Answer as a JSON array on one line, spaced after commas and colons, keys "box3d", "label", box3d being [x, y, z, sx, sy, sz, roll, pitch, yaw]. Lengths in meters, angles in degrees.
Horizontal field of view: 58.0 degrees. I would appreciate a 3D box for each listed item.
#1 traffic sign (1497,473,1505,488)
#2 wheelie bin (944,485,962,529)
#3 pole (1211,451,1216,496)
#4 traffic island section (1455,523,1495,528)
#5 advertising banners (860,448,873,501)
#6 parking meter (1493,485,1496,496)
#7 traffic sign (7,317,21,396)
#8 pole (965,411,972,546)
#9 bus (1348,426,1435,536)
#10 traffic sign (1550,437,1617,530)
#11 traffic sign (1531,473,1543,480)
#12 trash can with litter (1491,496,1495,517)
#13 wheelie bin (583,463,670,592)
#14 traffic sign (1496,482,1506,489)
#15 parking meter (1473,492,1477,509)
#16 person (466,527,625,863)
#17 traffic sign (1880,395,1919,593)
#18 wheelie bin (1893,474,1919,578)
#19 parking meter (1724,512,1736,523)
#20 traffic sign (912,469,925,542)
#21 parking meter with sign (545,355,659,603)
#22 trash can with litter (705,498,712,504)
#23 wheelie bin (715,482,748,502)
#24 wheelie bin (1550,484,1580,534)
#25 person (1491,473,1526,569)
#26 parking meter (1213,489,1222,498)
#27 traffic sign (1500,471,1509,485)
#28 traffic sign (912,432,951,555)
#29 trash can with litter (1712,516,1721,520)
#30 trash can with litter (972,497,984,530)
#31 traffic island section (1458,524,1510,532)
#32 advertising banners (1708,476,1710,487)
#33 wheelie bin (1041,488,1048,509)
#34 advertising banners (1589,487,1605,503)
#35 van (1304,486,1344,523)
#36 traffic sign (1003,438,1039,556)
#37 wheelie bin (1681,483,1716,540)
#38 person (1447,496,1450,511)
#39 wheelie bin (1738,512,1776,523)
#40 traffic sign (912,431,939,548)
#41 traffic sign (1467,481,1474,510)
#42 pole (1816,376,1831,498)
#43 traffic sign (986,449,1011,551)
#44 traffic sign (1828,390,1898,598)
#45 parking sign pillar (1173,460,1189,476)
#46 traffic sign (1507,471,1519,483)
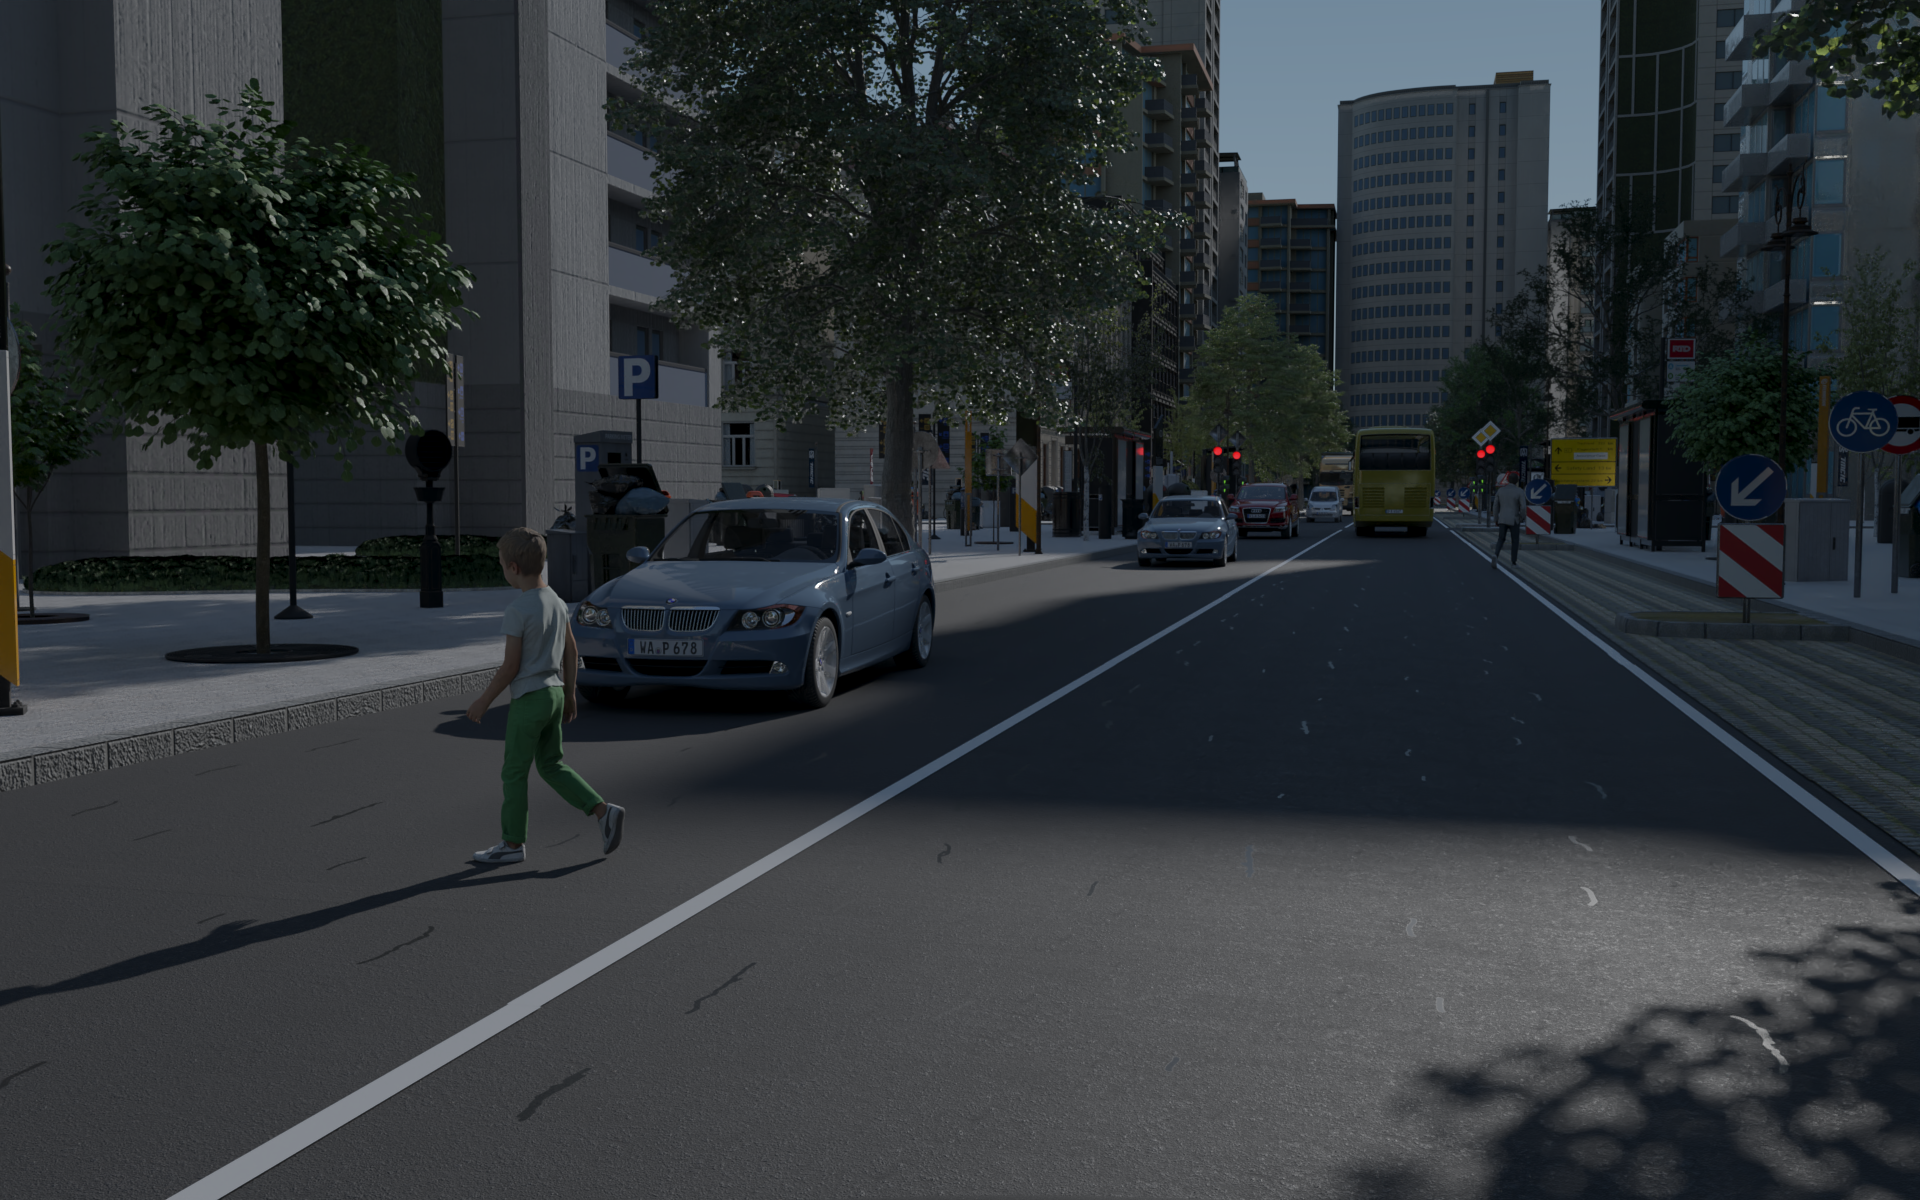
[{"box3d": [33.367, -6.505, 106.463, 0.768, 2.556, 0.104, 1, 4, 23], "label": "traffic sign"}, {"box3d": [-0.144, -3.373, 63.061, 0.693, 1.594, 0.980, -3, 5, -40], "label": "wheelie bin"}, {"box3d": [12.096, -5.426, 82.550, 0.158, 3.312, 0.155, 0, 3, 0], "label": "pole"}, {"box3d": [22.227, -3.165, 74.021, 2.009, 0.180, 2.903, 1, 4, 14], "label": "traffic island section"}, {"box3d": [-3.485, -4.212, 65.059, 0.090, 3.025, 2.074, 1, 4, 11], "label": "advertising banners"}, {"box3d": [34.120, -6.433, 110.893, 0.255, 1.863, 0.399, 2, 4, 28], "label": "parking meter"}, {"box3d": [-6.433, -0.684, 11.286, 0.768, 2.556, 0.104, 1, 4, 17], "label": "traffic sign"}, {"box3d": [0.201, -2.967, 42.360, 0.158, 3.312, 0.155, 0, 3, 0], "label": "pole"}, {"box3d": [15.322, -4.293, 61.739, 2.896, 3.916, 12.252, 1, 4, 12], "label": "bus"}, {"box3d": [22.509, -4.202, 62.583, 2.265, 3.308, 0.079, 1, 4, 21], "label": "traffic sign"}, {"box3d": [27.501, -4.921, 82.584, 0.606, 2.300, 0.079, 1, 4, 21], "label": "traffic sign"}, {"box3d": [30.548, -5.365, 99.102, 0.624, 1.170, 1.055, 1, 4, 20], "label": "trash can with litter"}, {"box3d": [-3.426, -0.609, 17.871, 0.980, 1.594, 0.693, 1, 4, 22], "label": "wheelie bin"}, {"box3d": [39.252, -7.704, 125.968, 0.884, 2.594, 0.081, 1, 4, 17], "label": "traffic sign"}, {"box3d": [43.049, -8.348, 144.900, 0.372, 1.533, 0.369, 0, 3, 0], "label": "parking meter"}, {"box3d": [-1.611, 0.368, 6.739, 0.590, 1.304, 0.306, 0, 4, 0], "label": "person"}, {"box3d": [12.097, -1.360, 22.344, 0.768, 2.556, 0.104, 1, 4, 17], "label": "traffic sign"}, {"box3d": [14.782, -1.142, 26.586, 0.693, 1.594, 0.980, 0, 4, 7], "label": "wheelie bin"}, {"box3d": [26.278, -3.097, 59.047, 0.372, 1.533, 0.369, 0, 3, 0], "label": "parking meter"}, {"box3d": [-1.050, -2.487, 40.769, 0.768, 2.556, 0.104, 1, 4, 16], "label": "traffic sign"}, {"box3d": [-4.366, -1.519, 21.097, 0.543, 3.016, 1.738, 1, 4, 23], "label": "parking meter with sign"}, {"box3d": [-6.230, -2.084, 45.456, 1.055, 1.170, 0.624, 0, 4, 6], "label": "trash can with litter"}, {"box3d": [-6.239, -2.397, 47.102, 0.980, 1.594, 0.693, -3, 5, -42], "label": "wheelie bin"}, {"box3d": [19.462, -2.922, 55.688, 0.980, 1.594, 0.693, 2, 4, 32], "label": "wheelie bin"}, {"box3d": [10.497, -1.516, 33.139, 0.661, 1.843, 0.795, 3, 5, 41], "label": "person"}, {"box3d": [11.675, -4.290, 78.545, 0.372, 1.533, 0.369, 0, 3, 0], "label": "parking meter"}, {"box3d": [30.539, -5.907, 96.588, 0.884, 2.594, 0.081, 1, 4, 17], "label": "traffic sign"}, {"box3d": [-0.634, -2.232, 36.497, 0.884, 2.594, 0.081, 1, 4, 15], "label": "traffic sign"}, {"box3d": [37.684, -4.649, 87.066, 1.678, 1.210, 2.233, 2, 4, 27], "label": "trash can with litter"}, {"box3d": [0.505, -3.064, 61.486, 0.624, 1.170, 1.055, 0, 4, 6], "label": "trash can with litter"}, {"box3d": [20.248, -2.691, 66.284, 2.009, 0.180, 2.903, 1, 4, 14], "label": "traffic island section"}, {"box3d": [60.008, -8.649, 137.606, 2.074, 3.025, 0.090, 0, 4, -3], "label": "advertising banners"}, {"box3d": [3.912, -4.714, 84.988, 0.693, 1.594, 0.980, -2, 4, -23], "label": "wheelie bin"}, {"box3d": [37.940, -6.423, 101.210, 2.074, 3.025, 0.090, 2, 4, 26], "label": "advertising banners"}, {"box3d": [18.624, -4.980, 88.438, 2.013, 2.044, 4.112, 1, 4, 15], "label": "van"}, {"box3d": [1.243, -2.122, 35.882, 0.795, 2.450, 0.064, 2, 4, 23], "label": "traffic sign"}, {"box3d": [20.457, -2.446, 47.895, 0.980, 1.594, 0.693, -2, 4, -31], "label": "wheelie bin"}, {"box3d": [41.916, -8.540, 148.816, 0.721, 1.739, 1.217, 1, 4, 11], "label": "person"}, {"box3d": [17.072, -1.789, 37.161, 0.980, 1.594, 0.693, -3, 5, -42], "label": "wheelie bin"}, {"box3d": [-0.809, -2.141, 35.116, 0.768, 2.556, 0.104, 1, 4, 18], "label": "traffic sign"}, {"box3d": [40.823, -8.437, 137.949, 0.884, 2.594, 0.081, 1, 4, 15], "label": "traffic sign"}, {"box3d": [14.964, -2.214, 30.044, 0.158, 3.312, 0.155, 0, 3, 0], "label": "pole"}, {"box3d": [0.864, -2.266, 39.174, 0.606, 2.300, 0.079, 1, 4, 18], "label": "traffic sign"}, {"box3d": [11.121, -1.302, 21.392, 0.768, 2.556, 0.104, 1, 4, 21], "label": "traffic sign"}, {"box3d": [15.175, -8.058, 120.220, 1.447, 3.967, 1.447, 1, 4, 21], "label": "parking sign pillar"}, {"box3d": [30.473, -5.825, 95.339, 0.768, 2.556, 0.104, 1, 4, 22], "label": "traffic sign"}]
